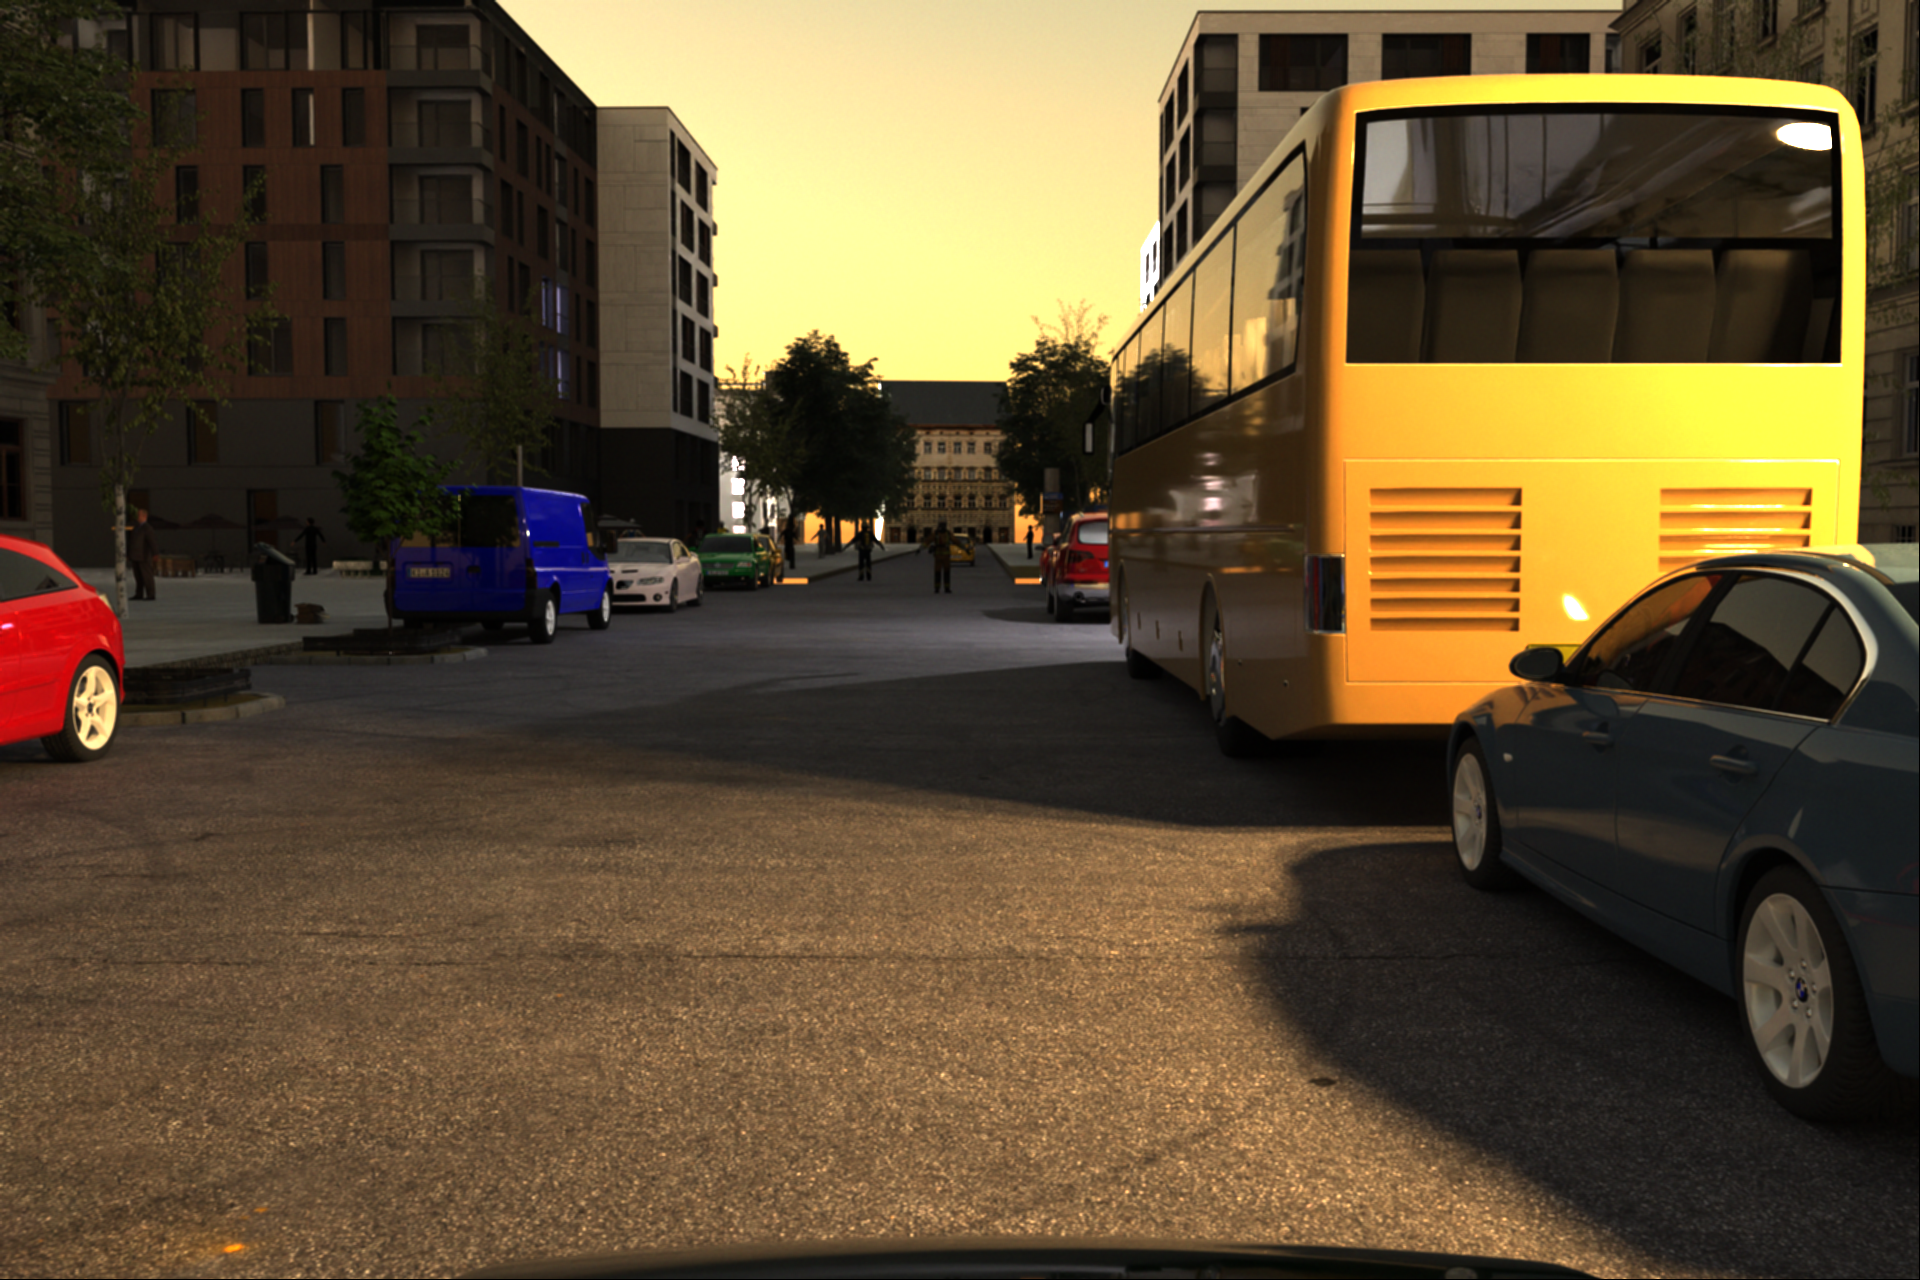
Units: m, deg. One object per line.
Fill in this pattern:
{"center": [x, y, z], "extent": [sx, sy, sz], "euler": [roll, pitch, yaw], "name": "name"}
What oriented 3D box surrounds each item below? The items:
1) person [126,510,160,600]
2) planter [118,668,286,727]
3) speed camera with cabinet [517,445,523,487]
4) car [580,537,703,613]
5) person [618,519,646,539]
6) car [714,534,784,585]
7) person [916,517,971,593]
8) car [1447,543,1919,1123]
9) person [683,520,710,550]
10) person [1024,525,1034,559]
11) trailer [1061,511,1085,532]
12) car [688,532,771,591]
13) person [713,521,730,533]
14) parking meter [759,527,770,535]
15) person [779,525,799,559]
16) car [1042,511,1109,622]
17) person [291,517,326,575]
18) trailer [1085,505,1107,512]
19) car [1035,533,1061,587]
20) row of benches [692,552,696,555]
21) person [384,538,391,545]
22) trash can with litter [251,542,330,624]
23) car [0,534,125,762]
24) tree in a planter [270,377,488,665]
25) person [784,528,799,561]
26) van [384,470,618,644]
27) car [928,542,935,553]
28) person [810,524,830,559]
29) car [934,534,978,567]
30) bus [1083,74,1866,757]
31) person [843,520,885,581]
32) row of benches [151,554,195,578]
{"center": [-15.857, -1.648, 33.538], "extent": [0.990, 1.755, 0.434], "euler": [2, 4, 34], "name": "person"}
{"center": [-6.588, 0.444, 13.880], "extent": [1.991, 0.319, 1.994], "euler": [0, 4, 1], "name": "planter"}
{"center": [-10.013, -2.757, 39.421], "extent": [0.660, 3.252, 2.038], "euler": [0, 4, 0], "name": "speed camera with cabinet"}
{"center": [-6.087, -1.264, 33.036], "extent": [2.083, 1.381, 4.827], "euler": [0, 4, 1], "name": "car"}
{"center": [-12.087, -3.557, 64.014], "extent": [1.347, 1.847, 0.705], "euler": [0, 4, 7], "name": "person"}
{"center": [-6.072, -2.419, 49.774], "extent": [2.015, 1.641, 3.980], "euler": [0, 3, 0], "name": "car"}
{"center": [-0.424, -2.074, 42.139], "extent": [1.354, 1.858, 0.705], "euler": [-1, 4, -10], "name": "person"}
{"center": [2.906, 0.398, 5.503], "extent": [2.014, 1.417, 4.499], "euler": [0, 4, 1], "name": "car"}
{"center": [-9.915, -3.669, 66.126], "extent": [1.345, 1.843, 0.704], "euler": [-1, 4, -10], "name": "person"}
{"center": [3.514, -5.027, 88.904], "extent": [0.721, 1.740, 1.216], "euler": [1, 4, 23], "name": "person"}
{"center": [3.072, -2.258, 43.960], "extent": [1.471, 1.999, 3.904], "euler": [0, 4, 1], "name": "trailer"}
{"center": [-6.004, -2.226, 45.184], "extent": [1.959, 1.807, 4.718], "euler": [0, 4, 0], "name": "car"}
{"center": [-10.132, -4.145, 73.747], "extent": [1.349, 1.833, 0.705], "euler": [0, 4, -5], "name": "person"}
{"center": [-6.606, -3.061, 58.452], "extent": [0.372, 1.533, 0.369], "euler": [0, 3, 0], "name": "parking meter"}
{"center": [-8.706, -4.990, 87.730], "extent": [0.704, 1.812, 1.346], "euler": [3, 5, 44], "name": "person"}
{"center": [2.567, -1.289, 29.746], "extent": [2.281, 1.827, 5.304], "euler": [0, 4, 1], "name": "car"}
{"center": [-20.518, -2.966, 54.687], "extent": [0.705, 1.806, 1.347], "euler": [2, 4, 27], "name": "person"}
{"center": [3.082, -1.744, 35.562], "extent": [1.471, 1.999, 3.904], "euler": [0, 4, 0], "name": "trailer"}
{"center": [3.191, -2.419, 48.587], "extent": [2.155, 1.783, 4.494], "euler": [0, 4, 1], "name": "car"}
{"center": [-8.534, -2.808, 61.374], "extent": [4.104, 0.672, 1.422], "euler": [-3, 5, -41], "name": "row of benches"}
{"center": [-20.357, -3.430, 62.209], "extent": [0.705, 1.813, 1.348], "euler": [1, 4, 11], "name": "person"}
{"center": [-9.621, -0.828, 24.919], "extent": [1.055, 1.170, 0.624], "euler": [0, 4, 0], "name": "trash can with litter"}
{"center": [-6.358, -0.027, 9.482], "extent": [2.155, 1.783, 4.494], "euler": [0, 4, 1], "name": "car"}
{"center": [-6.565, -1.384, 19.857], "extent": [1.991, 3.239, 1.994], "euler": [0, 4, 1], "name": "tree in a planter"}
{"center": [-8.150, -4.711, 83.249], "extent": [0.704, 1.802, 1.346], "euler": [-2, 4, -34], "name": "person"}
{"center": [-6.245, -1.215, 24.250], "extent": [2.240, 2.365, 5.245], "euler": [0, 4, 0], "name": "van"}
{"center": [-1.468, -7.282, 128.841], "extent": [2.009, 1.686, 4.222], "euler": [0, 4, 1], "name": "car"}
{"center": [-7.188, -5.104, 89.643], "extent": [1.347, 1.806, 0.705], "euler": [3, 4, 38], "name": "person"}
{"center": [-0.177, -4.134, 77.812], "extent": [2.015, 1.641, 3.980], "euler": [0, 4, 1], "name": "car"}
{"center": [2.859, -1.370, 13.940], "extent": [2.896, 3.916, 12.252], "euler": [0, 3, 0], "name": "bus"}
{"center": [-2.937, -2.756, 53.290], "extent": [1.354, 1.856, 0.705], "euler": [-1, 4, -22], "name": "person"}
{"center": [-23.977, -2.265, 52.503], "extent": [1.422, 0.672, 4.104], "euler": [-2, 4, -35], "name": "row of benches"}
